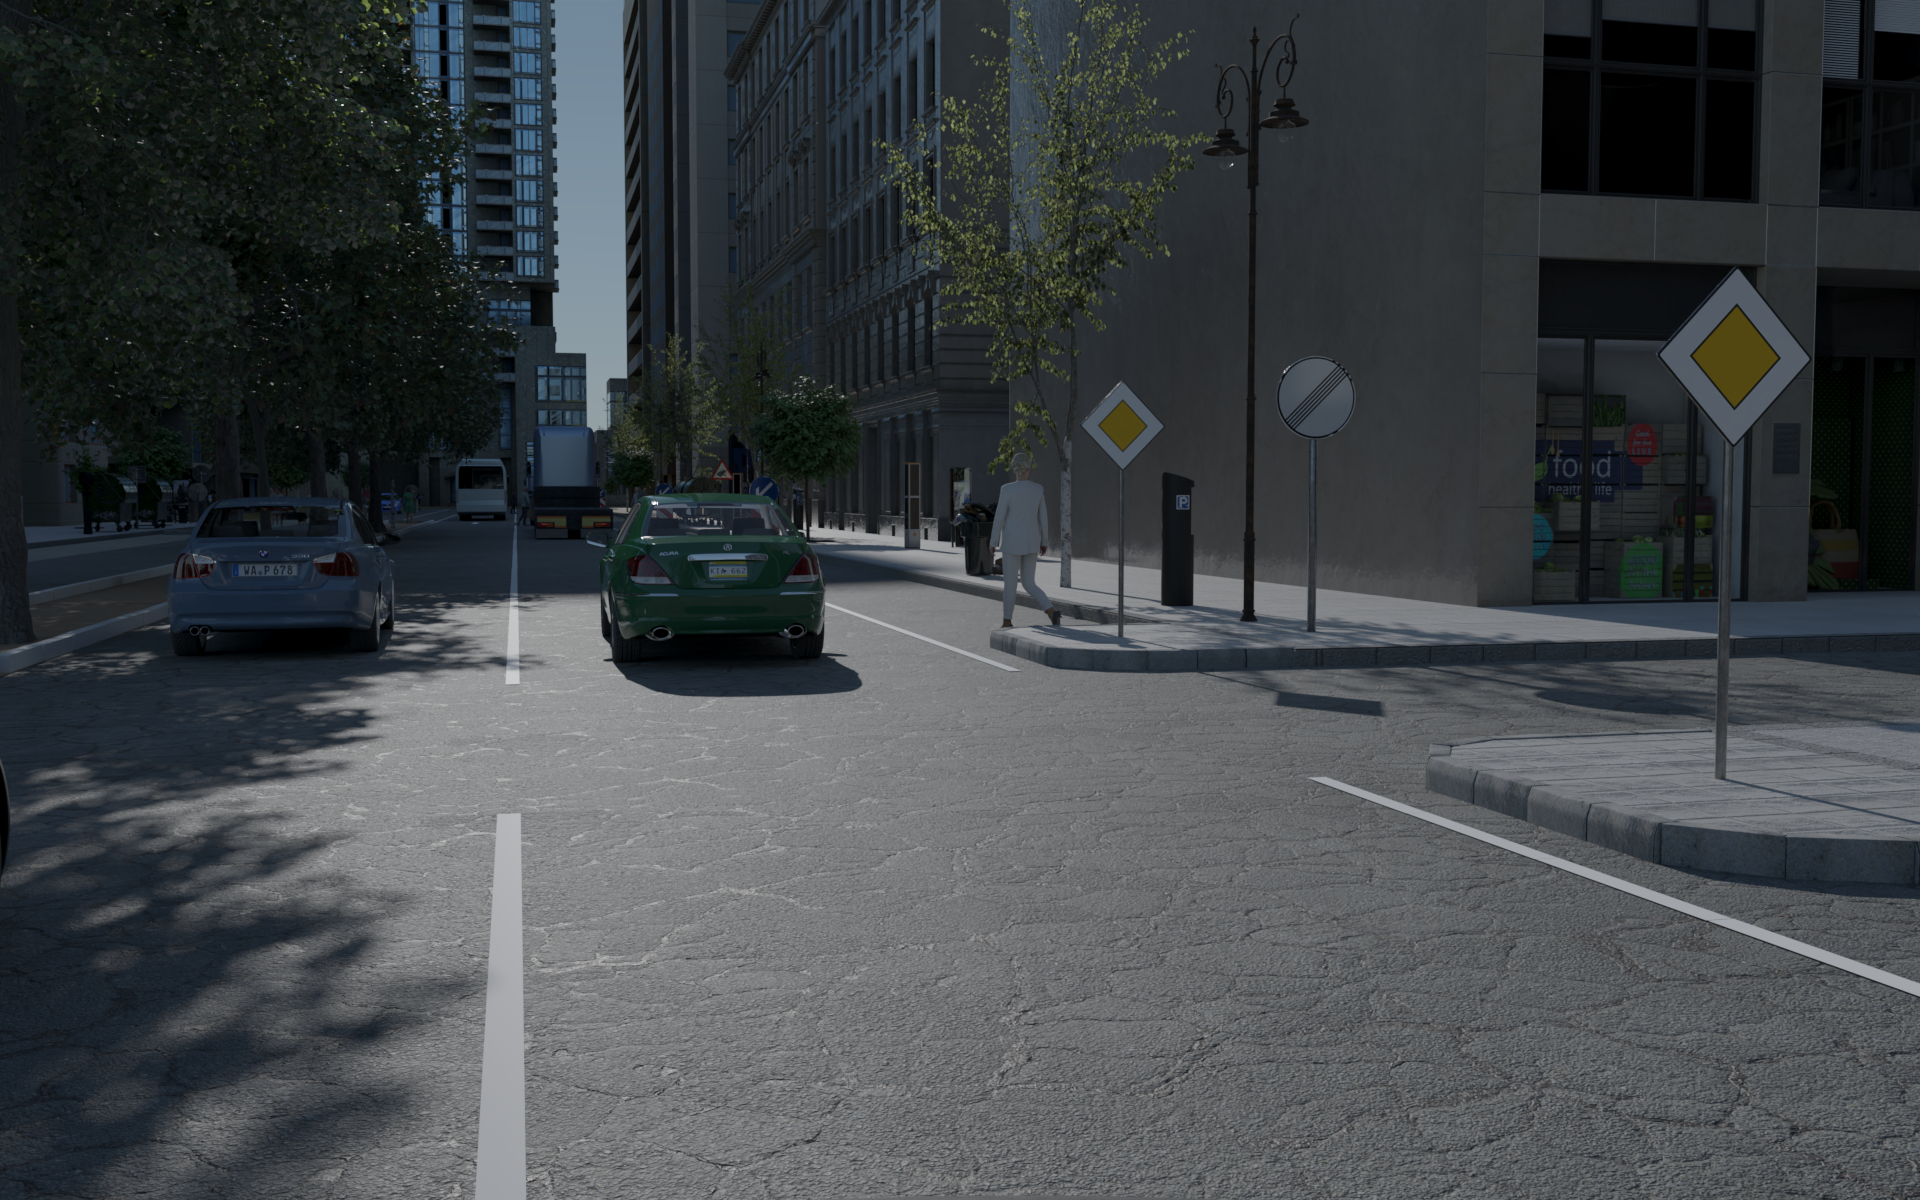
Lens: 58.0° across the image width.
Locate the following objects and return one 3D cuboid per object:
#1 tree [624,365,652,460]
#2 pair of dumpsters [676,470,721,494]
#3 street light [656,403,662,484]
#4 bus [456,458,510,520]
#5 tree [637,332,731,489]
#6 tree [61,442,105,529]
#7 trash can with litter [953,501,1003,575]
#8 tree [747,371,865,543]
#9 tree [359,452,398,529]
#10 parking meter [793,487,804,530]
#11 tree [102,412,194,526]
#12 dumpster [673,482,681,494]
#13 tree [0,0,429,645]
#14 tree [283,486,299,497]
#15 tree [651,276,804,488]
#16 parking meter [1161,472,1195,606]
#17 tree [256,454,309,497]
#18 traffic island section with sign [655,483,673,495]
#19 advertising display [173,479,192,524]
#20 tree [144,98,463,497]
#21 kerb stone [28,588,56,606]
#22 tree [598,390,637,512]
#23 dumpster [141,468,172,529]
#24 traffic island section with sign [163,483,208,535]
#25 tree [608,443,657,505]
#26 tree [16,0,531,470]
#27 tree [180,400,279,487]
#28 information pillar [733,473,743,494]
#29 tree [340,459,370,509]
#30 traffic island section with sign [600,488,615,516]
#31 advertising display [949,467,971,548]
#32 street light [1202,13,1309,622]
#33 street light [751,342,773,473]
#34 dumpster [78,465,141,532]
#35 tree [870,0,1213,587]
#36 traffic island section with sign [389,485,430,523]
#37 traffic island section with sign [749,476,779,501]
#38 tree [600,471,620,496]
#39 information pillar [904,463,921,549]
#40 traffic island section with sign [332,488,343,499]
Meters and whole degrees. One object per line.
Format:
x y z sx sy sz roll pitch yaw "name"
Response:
-16.192 -8.776 93.847 4.737 8.622 4.395 0 3 0 "tree"
-10.681 -4.203 71.213 1.574 2.255 4.437 -1 4 -14 "pair of dumpsters"
-15.257 -7.070 88.385 0.468 5.910 1.993 -1 4 -14 "street light"
-26.771 -6.261 97.228 2.948 3.499 13.247 -1 4 -14 "bus"
-12.372 -7.824 78.292 4.360 8.622 3.978 0 3 0 "tree"
-32.402 -4.268 64.383 1.663 3.219 1.824 0 3 0 "tree"
0.454 -0.987 27.530 1.055 1.170 0.624 -3 5 -42 "trash can with litter"
-4.089 -3.838 46.473 4.285 4.588 4.351 0 3 0 "tree"
-23.431 -7.247 71.302 4.360 8.622 3.978 0 3 0 "tree"
-5.844 -3.315 62.604 0.372 1.533 0.369 0 3 0 "parking meter"
-32.750 -5.275 69.965 4.285 4.588 4.351 0 3 0 "tree"
-11.637 -4.208 74.566 1.264 1.857 1.865 -1 4 -14 "dumpster"
-9.302 -6.556 16.295 9.857 13.997 8.962 0 3 0 "tree"
-43.482 -9.952 113.075 4.737 8.622 4.395 0 3 0 "tree"
-6.906 -6.564 57.687 4.737 8.622 4.395 0 3 0 "tree"
2.502 -0.703 19.908 0.372 1.533 0.369 0 3 0 "parking meter"
-41.052 -7.450 105.525 4.285 4.588 4.351 0 3 0 "tree"
-11.352 -3.481 65.541 1.989 1.847 2.006 -1 4 -14 "traffic island section with sign"
-33.878 -4.296 75.461 0.974 1.923 0.123 1 4 22 "advertising display"
-14.524 -6.077 36.232 8.767 10.594 7.601 -1 4 -14 "tree"
-12.086 -0.025 22.708 0.120 0.150 1.000 -1 4 -14 "kerb stone"
-23.526 -10.520 122.371 4.360 8.622 3.978 0 3 0 "tree"
-30.243 -3.782 64.331 1.502 2.255 1.985 -1 4 -14 "dumpster"
-27.079 -3.234 61.498 1.989 1.847 2.006 -1 4 -14 "traffic island section with sign"
-20.815 -7.768 110.727 4.285 4.588 4.351 0 3 0 "tree"
-11.893 -6.630 27.870 9.611 12.733 9.660 0 3 0 "tree"
-37.321 -8.417 87.980 4.737 8.622 4.395 0 3 0 "tree"
-7.819 -3.457 61.019 0.304 2.012 0.304 0 4 6 "information pillar"
-52.368 -10.226 150.915 4.285 4.588 4.351 0 3 0 "tree"
-23.866 -6.465 114.330 1.989 1.847 2.006 -1 4 -14 "traffic island section with sign"
0.010 -2.245 41.927 0.123 1.923 0.974 2 4 26 "advertising display"
2.912 -2.723 17.301 0.468 5.910 1.993 -1 4 -14 "street light"
-6.047 -4.898 52.875 0.468 5.910 1.993 -1 4 -14 "street light"
-28.886 -3.438 58.701 1.502 2.255 1.985 -1 4 -14 "dumpster"
1.228 -4.484 23.675 4.360 8.622 3.978 0 3 0 "tree"
-27.101 -4.730 85.477 2.006 1.907 1.989 -1 4 -14 "traffic island section with sign"
-4.665 -1.884 39.426 1.989 1.847 2.006 -1 4 -14 "traffic island section with sign"
-29.559 -9.333 147.199 1.663 3.219 1.824 0 3 0 "tree"
-1.120 -2.214 40.688 0.304 2.012 0.304 -2 4 -23 "information pillar"
-39.533 -6.208 110.135 1.989 1.847 2.006 -1 4 -14 "traffic island section with sign"
